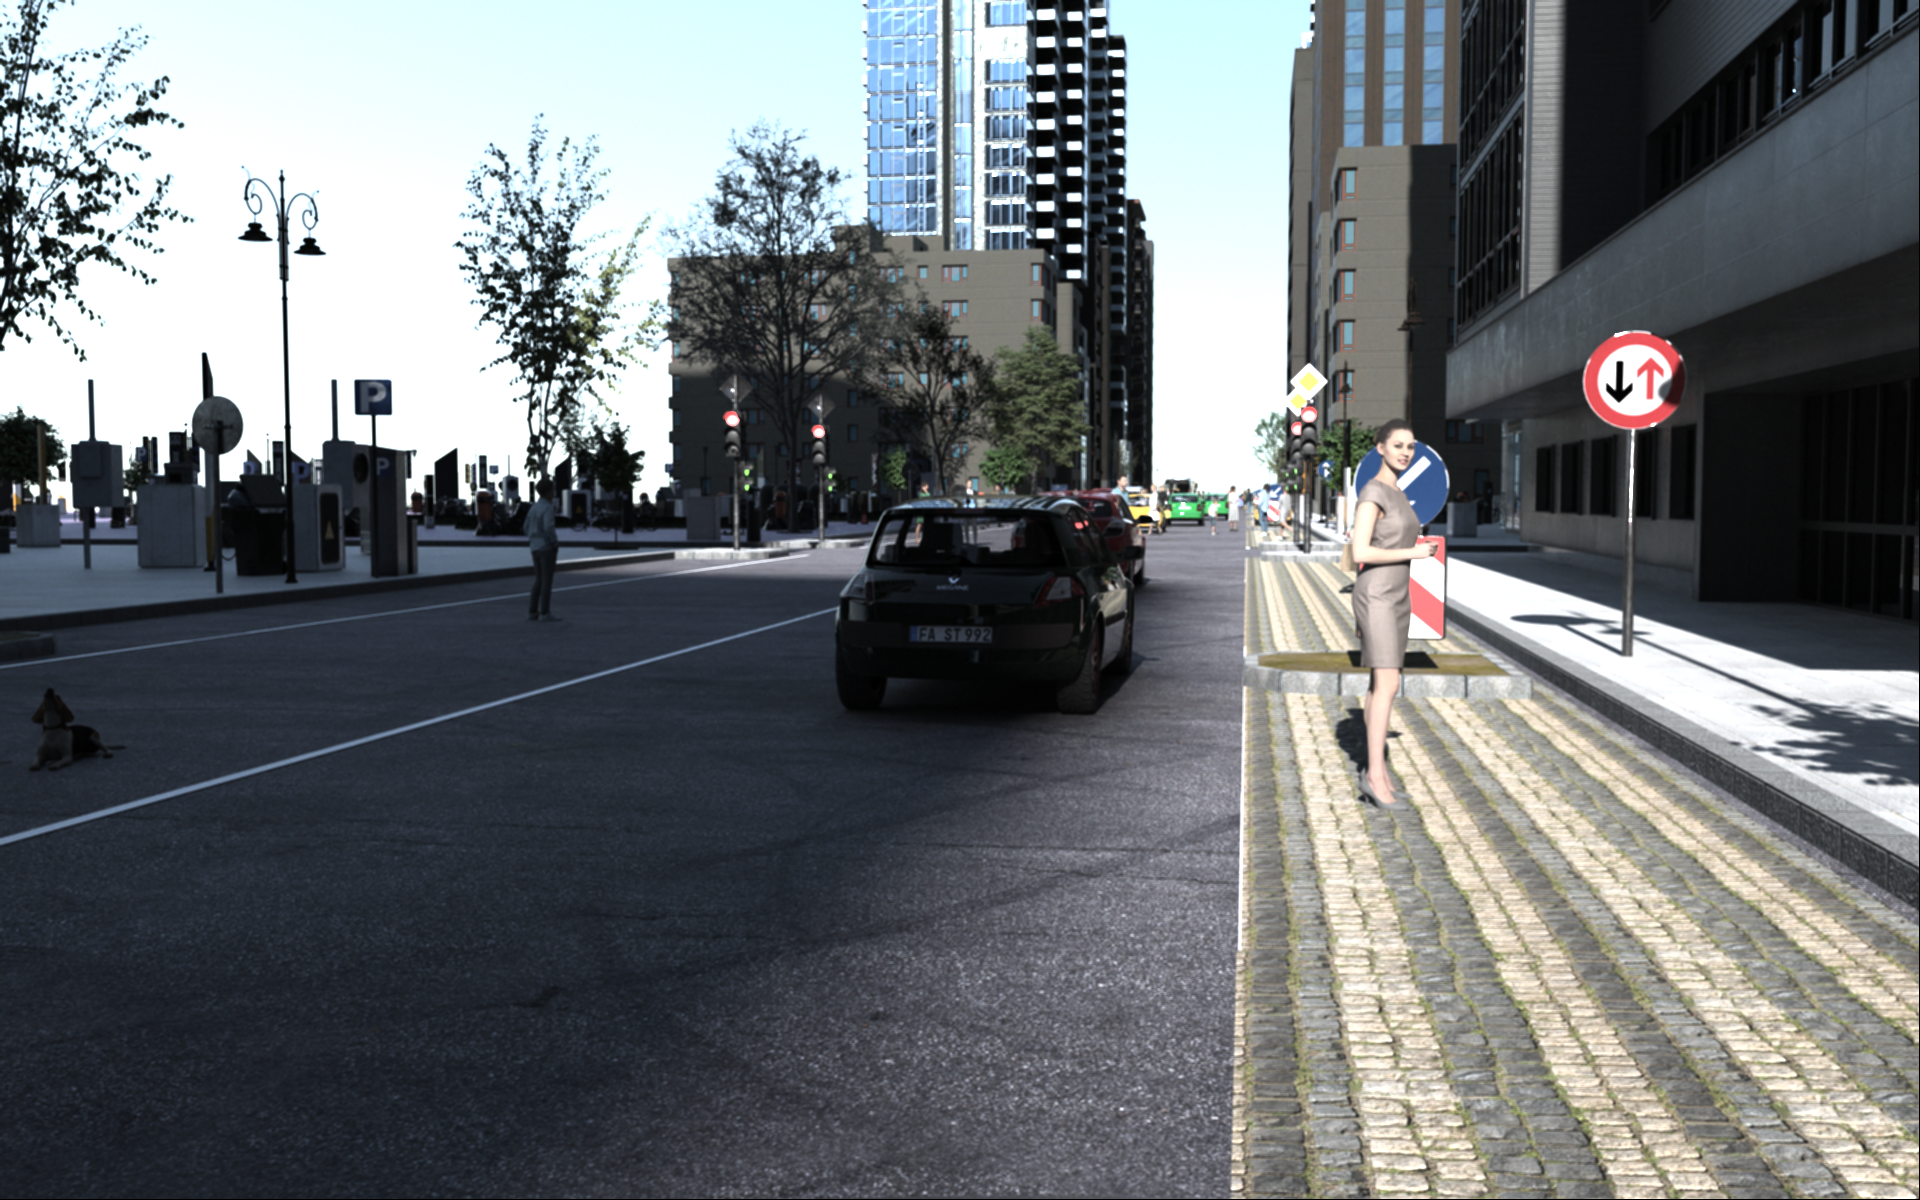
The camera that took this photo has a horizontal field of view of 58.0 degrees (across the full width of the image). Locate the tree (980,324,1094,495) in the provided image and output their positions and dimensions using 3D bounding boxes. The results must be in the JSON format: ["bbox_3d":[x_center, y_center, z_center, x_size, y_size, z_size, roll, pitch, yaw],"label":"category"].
[{"bbox_3d":[5.045,-12.077,115.593,7.486,12.596,7.792,0,3,0],"label":"tree"}]

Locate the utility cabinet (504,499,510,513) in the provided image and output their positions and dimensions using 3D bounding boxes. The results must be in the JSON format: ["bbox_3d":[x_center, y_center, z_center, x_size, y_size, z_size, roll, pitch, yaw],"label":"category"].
[{"bbox_3d":[-29.500,-6.368,112.798,0.318,1.500,1.173,-1,4,-18],"label":"utility cabinet"}]

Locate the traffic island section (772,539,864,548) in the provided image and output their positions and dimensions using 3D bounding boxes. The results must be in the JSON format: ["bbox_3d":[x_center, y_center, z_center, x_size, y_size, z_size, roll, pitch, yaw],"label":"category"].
[{"bbox_3d":[-3.801,-1.535,47.374,2.009,0.180,2.903,1,4,9],"label":"traffic island section"}]

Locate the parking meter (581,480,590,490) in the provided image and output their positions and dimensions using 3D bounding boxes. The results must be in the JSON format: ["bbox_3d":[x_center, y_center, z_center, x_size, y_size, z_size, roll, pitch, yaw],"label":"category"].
[{"bbox_3d":[-15.591,-4.059,72.073,0.399,1.863,0.255,-1,4,-14],"label":"parking meter"}]

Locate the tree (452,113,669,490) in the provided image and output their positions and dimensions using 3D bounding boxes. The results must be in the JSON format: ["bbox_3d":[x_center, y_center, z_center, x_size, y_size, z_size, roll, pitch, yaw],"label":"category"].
[{"bbox_3d":[-8.162,-5.154,34.627,4.737,8.622,4.395,0,3,0],"label":"tree"}]

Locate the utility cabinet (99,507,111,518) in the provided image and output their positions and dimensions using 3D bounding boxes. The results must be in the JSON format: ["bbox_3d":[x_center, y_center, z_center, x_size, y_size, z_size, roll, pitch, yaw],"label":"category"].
[{"bbox_3d":[-46.632,-5.097,94.496,0.306,1.237,1.020,0,4,-5],"label":"utility cabinet"}]

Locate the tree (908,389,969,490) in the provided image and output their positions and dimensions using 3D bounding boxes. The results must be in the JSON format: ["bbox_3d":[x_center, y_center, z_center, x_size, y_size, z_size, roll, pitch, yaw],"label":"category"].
[{"bbox_3d":[-1.526,-10.418,120.701,4.360,8.622,3.978,0,3,0],"label":"tree"}]

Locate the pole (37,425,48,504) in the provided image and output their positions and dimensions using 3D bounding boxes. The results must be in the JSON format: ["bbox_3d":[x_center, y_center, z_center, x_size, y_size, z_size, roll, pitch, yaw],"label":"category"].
[{"bbox_3d":[-27.078,-3.504,51.136,0.158,3.312,0.155,0,3,0],"label":"pole"}]

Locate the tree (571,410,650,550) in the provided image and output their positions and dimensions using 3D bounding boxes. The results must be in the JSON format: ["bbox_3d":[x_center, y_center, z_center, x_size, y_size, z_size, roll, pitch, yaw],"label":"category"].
[{"bbox_3d":[-7.889,-2.776,39.982,1.663,3.219,1.824,0,3,0],"label":"tree"}]

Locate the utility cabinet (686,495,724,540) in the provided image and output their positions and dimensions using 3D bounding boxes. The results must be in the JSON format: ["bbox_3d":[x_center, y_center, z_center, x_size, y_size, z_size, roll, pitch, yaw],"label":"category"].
[{"bbox_3d":[-7.168,-2.279,48.421,1.020,1.237,0.306,2,4,32],"label":"utility cabinet"}]

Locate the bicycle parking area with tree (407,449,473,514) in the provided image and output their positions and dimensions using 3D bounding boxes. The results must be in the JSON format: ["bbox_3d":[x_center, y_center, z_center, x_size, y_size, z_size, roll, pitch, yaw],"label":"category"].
[{"bbox_3d":[-36.406,-7.730,113.387,9.016,4.147,8.231,-1,4,-23],"label":"bicycle parking area with tree"}]

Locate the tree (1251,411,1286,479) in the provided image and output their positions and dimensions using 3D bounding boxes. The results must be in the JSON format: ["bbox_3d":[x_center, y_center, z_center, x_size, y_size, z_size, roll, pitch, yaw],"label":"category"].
[{"bbox_3d":[38.934,-17.340,209.259,9.928,11.665,9.643,0,3,0],"label":"tree"}]

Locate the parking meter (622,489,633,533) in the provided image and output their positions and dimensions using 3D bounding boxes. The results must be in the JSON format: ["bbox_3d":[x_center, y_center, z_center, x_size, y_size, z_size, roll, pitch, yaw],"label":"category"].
[{"bbox_3d":[-10.921,-2.964,56.869,0.372,1.533,0.369,0,3,0],"label":"parking meter"}]

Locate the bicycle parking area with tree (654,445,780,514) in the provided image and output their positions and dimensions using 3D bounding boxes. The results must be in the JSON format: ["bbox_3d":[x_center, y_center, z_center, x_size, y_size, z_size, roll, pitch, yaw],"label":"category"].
[{"bbox_3d":[-13.188,-7.103,103.130,8.231,4.147,9.016,3,5,42],"label":"bicycle parking area with tree"}]

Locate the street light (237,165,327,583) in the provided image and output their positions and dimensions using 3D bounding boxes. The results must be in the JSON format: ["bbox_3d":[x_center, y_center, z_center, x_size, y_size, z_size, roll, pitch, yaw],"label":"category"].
[{"bbox_3d":[-9.649,-3.182,24.816,0.468,5.910,1.993,1,4,9],"label":"street light"}]

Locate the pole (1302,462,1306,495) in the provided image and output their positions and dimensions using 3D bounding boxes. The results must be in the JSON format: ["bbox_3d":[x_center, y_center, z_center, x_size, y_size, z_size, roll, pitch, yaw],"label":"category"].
[{"bbox_3d":[21.721,-7.069,109.429,0.158,3.312,0.155,0,3,0],"label":"pole"}]

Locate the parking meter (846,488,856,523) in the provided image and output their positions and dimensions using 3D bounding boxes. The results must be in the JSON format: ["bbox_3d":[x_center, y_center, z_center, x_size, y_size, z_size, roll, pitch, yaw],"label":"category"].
[{"bbox_3d":[-4.788,-4.163,76.471,0.372,1.533,0.369,0,3,0],"label":"parking meter"}]

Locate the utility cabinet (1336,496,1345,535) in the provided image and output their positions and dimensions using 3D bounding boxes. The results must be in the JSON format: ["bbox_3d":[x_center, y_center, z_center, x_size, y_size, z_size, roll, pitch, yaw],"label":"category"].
[{"bbox_3d":[12.123,-2.687,55.093,0.306,1.237,1.020,1,4,9],"label":"utility cabinet"}]

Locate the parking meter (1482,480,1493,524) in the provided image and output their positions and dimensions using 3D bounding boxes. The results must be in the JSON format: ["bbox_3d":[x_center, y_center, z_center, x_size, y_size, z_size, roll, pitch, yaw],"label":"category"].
[{"bbox_3d":[22.697,-4.208,74.515,0.399,1.863,0.255,-1,4,-21],"label":"parking meter"}]

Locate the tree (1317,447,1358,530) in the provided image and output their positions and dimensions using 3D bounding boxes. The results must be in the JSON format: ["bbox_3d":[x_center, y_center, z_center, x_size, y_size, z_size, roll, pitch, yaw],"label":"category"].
[{"bbox_3d":[13.920,-4.139,62.269,1.663,3.219,1.824,0,3,0],"label":"tree"}]

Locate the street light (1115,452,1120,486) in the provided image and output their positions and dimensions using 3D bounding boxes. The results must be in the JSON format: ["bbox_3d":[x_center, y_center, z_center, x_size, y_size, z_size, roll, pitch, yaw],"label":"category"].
[{"bbox_3d":[16.697,-12.879,183.351,0.468,5.910,1.993,1,4,9],"label":"street light"}]

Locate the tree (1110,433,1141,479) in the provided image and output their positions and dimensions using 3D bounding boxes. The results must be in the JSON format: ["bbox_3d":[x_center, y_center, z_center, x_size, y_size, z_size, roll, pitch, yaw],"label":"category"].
[{"bbox_3d":[18.425,-15.152,198.092,4.360,8.622,3.978,0,3,0],"label":"tree"}]

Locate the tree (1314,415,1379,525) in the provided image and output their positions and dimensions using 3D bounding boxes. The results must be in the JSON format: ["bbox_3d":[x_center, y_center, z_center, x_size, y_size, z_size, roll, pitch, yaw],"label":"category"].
[{"bbox_3d":[16.168,-5.379,71.667,4.285,4.588,4.351,0,3,0],"label":"tree"}]

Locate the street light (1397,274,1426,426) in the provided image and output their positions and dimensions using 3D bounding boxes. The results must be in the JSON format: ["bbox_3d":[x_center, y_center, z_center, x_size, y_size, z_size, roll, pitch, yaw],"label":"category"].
[{"bbox_3d":[9.508,-3.903,36.597,0.468,5.910,1.993,1,4,9],"label":"street light"}]

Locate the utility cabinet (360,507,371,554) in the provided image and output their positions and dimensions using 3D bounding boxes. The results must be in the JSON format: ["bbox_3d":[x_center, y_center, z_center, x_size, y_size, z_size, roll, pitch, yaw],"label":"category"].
[{"bbox_3d":[-12.336,-1.703,36.524,0.318,1.500,1.173,-3,4,-36],"label":"utility cabinet"}]

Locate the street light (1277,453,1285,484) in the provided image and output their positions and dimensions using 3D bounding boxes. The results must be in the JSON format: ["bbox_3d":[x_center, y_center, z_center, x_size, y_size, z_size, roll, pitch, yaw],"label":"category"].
[{"bbox_3d":[30.584,-11.704,164.143,0.468,5.910,1.993,1,4,9],"label":"street light"}]

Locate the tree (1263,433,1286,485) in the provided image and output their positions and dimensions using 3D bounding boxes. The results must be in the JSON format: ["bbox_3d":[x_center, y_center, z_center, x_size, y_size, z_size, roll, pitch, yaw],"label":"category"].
[{"bbox_3d":[37.840,-15.398,202.123,4.737,8.622,4.395,0,3,0],"label":"tree"}]

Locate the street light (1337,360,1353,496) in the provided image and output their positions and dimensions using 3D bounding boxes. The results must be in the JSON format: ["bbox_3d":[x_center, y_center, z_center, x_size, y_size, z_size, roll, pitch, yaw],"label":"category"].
[{"bbox_3d":[13.275,-5.322,59.795,0.468,5.910,1.993,1,4,9],"label":"street light"}]

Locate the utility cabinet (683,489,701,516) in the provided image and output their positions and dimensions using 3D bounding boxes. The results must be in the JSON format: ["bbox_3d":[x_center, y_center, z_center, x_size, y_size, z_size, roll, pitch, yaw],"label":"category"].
[{"bbox_3d":[-11.162,-3.881,72.137,0.318,1.500,1.173,1,4,15],"label":"utility cabinet"}]

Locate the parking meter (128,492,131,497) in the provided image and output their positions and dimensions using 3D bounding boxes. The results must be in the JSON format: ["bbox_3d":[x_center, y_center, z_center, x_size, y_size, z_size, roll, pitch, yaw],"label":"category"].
[{"bbox_3d":[-59.026,-7.190,123.269,0.255,1.863,0.399,-1,4,-17],"label":"parking meter"}]

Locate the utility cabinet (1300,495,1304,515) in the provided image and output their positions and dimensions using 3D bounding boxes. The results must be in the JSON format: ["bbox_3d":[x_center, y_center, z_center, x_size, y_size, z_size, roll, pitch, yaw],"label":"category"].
[{"bbox_3d":[20.960,-5.802,106.028,1.020,1.237,0.306,1,4,14],"label":"utility cabinet"}]

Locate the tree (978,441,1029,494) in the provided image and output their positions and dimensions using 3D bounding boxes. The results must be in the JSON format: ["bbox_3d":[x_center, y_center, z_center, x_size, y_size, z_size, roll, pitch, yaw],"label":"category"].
[{"bbox_3d":[2.673,-7.422,105.058,4.285,4.588,4.351,0,3,0],"label":"tree"}]

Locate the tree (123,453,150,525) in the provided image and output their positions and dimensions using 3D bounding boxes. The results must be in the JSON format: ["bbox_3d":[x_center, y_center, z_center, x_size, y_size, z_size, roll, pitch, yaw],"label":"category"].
[{"bbox_3d":[-33.746,-4.698,71.419,1.663,3.219,1.824,0,3,0],"label":"tree"}]

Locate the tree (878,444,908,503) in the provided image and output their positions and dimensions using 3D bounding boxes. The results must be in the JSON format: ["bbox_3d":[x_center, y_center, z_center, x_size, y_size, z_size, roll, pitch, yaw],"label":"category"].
[{"bbox_3d":[-3.865,-7.833,111.777,4.285,4.588,4.351,0,3,0],"label":"tree"}]

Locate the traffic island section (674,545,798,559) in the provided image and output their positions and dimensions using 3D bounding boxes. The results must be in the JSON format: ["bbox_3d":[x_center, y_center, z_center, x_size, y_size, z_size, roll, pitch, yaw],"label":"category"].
[{"bbox_3d":[-5.106,-1.053,39.496,2.009,0.180,2.903,1,4,9],"label":"traffic island section"}]

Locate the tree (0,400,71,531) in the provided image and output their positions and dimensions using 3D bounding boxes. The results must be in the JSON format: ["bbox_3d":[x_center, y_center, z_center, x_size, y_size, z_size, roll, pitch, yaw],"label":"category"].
[{"bbox_3d":[-32.880,-4.717,60.834,4.285,4.588,4.351,0,3,0],"label":"tree"}]

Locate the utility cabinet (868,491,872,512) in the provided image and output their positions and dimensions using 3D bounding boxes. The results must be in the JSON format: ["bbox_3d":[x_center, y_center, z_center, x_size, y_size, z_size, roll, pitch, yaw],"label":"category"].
[{"bbox_3d":[-6.007,-6.583,116.317,0.318,1.500,1.173,-2,4,-27],"label":"utility cabinet"}]

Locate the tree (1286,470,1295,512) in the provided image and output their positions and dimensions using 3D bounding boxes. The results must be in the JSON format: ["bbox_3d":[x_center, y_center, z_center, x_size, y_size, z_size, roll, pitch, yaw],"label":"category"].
[{"bbox_3d":[27.059,-9.026,142.173,1.663,3.219,1.824,0,3,0],"label":"tree"}]

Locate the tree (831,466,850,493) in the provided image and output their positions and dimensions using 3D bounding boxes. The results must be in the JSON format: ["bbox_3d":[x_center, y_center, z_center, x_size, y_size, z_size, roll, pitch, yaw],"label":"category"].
[{"bbox_3d":[-8.342,-7.568,118.345,1.663,3.219,1.824,0,3,0],"label":"tree"}]

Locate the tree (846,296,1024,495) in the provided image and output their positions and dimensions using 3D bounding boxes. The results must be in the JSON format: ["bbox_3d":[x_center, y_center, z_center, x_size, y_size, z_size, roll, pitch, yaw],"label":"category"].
[{"bbox_3d":[-0.848,-8.967,81.019,8.767,10.594,7.601,-2,4,-31],"label":"tree"}]

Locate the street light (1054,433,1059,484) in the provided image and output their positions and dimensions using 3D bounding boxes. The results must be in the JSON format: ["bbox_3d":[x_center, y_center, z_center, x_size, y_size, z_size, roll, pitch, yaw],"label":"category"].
[{"bbox_3d":[6.818,-9.249,124.009,0.468,5.910,1.993,1,4,9],"label":"street light"}]

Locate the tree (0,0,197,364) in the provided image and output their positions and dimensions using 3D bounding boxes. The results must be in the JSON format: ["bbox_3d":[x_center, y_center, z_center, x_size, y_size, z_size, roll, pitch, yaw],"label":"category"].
[{"bbox_3d":[-11.052,-4.234,19.591,4.360,8.622,3.978,0,3,0],"label":"tree"}]

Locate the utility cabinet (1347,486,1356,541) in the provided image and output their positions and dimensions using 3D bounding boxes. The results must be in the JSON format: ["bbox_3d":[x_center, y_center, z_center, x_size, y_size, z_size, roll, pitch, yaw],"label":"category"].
[{"bbox_3d":[10.698,-2.329,46.751,0.318,1.500,1.173,1,4,21],"label":"utility cabinet"}]

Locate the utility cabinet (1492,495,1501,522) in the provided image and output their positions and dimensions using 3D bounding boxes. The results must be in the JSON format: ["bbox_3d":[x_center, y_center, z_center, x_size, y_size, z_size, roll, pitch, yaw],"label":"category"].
[{"bbox_3d":[25.031,-4.247,80.599,1.020,1.237,0.306,-3,5,-40],"label":"utility cabinet"}]

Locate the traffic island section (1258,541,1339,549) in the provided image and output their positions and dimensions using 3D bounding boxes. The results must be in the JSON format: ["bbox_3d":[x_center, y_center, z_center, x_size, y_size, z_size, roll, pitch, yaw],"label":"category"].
[{"bbox_3d":[8.818,-1.407,45.286,2.009,0.180,2.903,1,4,9],"label":"traffic island section"}]

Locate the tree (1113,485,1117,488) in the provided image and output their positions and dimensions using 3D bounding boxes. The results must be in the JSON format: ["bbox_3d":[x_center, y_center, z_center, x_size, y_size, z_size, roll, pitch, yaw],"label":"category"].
[{"bbox_3d":[17.918,-12.141,193.108,1.663,3.219,1.824,0,3,0],"label":"tree"}]

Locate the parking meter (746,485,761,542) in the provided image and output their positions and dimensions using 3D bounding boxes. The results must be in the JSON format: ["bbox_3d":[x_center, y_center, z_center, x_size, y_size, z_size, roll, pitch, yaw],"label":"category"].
[{"bbox_3d":[-5.565,-2.340,46.665,0.372,1.533,0.369,0,3,0],"label":"parking meter"}]

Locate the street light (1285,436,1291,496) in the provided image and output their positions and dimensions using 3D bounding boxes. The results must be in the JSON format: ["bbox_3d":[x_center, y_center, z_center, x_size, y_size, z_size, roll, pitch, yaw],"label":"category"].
[{"bbox_3d":[25.795,-9.932,135.170,0.468,5.910,1.993,1,4,9],"label":"street light"}]

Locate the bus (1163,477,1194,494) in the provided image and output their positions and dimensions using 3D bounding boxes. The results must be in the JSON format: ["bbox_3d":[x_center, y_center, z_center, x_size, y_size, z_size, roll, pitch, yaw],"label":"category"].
[{"bbox_3d":[23.248,-11.523,183.268,2.948,3.499,13.247,1,4,10],"label":"bus"}]

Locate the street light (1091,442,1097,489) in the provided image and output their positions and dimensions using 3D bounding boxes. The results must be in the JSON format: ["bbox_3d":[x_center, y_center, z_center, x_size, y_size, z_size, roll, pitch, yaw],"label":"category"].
[{"bbox_3d":[11.857,-11.087,154.055,0.468,5.910,1.993,1,4,9],"label":"street light"}]

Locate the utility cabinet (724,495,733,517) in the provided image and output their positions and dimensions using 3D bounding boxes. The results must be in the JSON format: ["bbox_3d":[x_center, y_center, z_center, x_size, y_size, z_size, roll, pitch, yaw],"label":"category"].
[{"bbox_3d":[-12.441,-5.052,93.761,1.020,1.237,0.306,0,4,-7],"label":"utility cabinet"}]

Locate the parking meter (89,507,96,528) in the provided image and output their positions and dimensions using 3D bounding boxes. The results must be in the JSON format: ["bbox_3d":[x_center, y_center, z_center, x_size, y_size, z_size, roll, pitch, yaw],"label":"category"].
[{"bbox_3d":[-32.654,-3.459,64.966,0.372,1.533,0.369,0,3,0],"label":"parking meter"}]

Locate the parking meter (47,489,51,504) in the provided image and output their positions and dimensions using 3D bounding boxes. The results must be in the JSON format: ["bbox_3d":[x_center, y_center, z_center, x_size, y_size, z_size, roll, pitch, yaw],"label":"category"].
[{"bbox_3d":[-42.537,-4.420,80.681,0.372,1.533,0.369,0,3,0],"label":"parking meter"}]

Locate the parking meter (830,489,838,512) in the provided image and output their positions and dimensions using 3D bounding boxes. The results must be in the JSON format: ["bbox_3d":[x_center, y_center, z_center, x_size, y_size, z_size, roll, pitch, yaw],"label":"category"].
[{"bbox_3d":[-6.231,-4.730,85.750,0.372,1.533,0.369,0,3,0],"label":"parking meter"}]

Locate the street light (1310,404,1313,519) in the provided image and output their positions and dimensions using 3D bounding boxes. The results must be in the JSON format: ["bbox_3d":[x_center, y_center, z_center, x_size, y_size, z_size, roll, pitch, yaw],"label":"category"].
[{"bbox_3d":[18.138,-7.130,89.364,0.468,5.910,1.993,1,4,9],"label":"street light"}]

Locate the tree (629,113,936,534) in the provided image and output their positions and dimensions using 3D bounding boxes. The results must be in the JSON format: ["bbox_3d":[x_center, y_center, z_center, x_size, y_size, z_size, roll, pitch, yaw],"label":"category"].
[{"bbox_3d":[-5.563,-8.940,56.532,12.009,13.543,11.850,0,3,0],"label":"tree"}]
